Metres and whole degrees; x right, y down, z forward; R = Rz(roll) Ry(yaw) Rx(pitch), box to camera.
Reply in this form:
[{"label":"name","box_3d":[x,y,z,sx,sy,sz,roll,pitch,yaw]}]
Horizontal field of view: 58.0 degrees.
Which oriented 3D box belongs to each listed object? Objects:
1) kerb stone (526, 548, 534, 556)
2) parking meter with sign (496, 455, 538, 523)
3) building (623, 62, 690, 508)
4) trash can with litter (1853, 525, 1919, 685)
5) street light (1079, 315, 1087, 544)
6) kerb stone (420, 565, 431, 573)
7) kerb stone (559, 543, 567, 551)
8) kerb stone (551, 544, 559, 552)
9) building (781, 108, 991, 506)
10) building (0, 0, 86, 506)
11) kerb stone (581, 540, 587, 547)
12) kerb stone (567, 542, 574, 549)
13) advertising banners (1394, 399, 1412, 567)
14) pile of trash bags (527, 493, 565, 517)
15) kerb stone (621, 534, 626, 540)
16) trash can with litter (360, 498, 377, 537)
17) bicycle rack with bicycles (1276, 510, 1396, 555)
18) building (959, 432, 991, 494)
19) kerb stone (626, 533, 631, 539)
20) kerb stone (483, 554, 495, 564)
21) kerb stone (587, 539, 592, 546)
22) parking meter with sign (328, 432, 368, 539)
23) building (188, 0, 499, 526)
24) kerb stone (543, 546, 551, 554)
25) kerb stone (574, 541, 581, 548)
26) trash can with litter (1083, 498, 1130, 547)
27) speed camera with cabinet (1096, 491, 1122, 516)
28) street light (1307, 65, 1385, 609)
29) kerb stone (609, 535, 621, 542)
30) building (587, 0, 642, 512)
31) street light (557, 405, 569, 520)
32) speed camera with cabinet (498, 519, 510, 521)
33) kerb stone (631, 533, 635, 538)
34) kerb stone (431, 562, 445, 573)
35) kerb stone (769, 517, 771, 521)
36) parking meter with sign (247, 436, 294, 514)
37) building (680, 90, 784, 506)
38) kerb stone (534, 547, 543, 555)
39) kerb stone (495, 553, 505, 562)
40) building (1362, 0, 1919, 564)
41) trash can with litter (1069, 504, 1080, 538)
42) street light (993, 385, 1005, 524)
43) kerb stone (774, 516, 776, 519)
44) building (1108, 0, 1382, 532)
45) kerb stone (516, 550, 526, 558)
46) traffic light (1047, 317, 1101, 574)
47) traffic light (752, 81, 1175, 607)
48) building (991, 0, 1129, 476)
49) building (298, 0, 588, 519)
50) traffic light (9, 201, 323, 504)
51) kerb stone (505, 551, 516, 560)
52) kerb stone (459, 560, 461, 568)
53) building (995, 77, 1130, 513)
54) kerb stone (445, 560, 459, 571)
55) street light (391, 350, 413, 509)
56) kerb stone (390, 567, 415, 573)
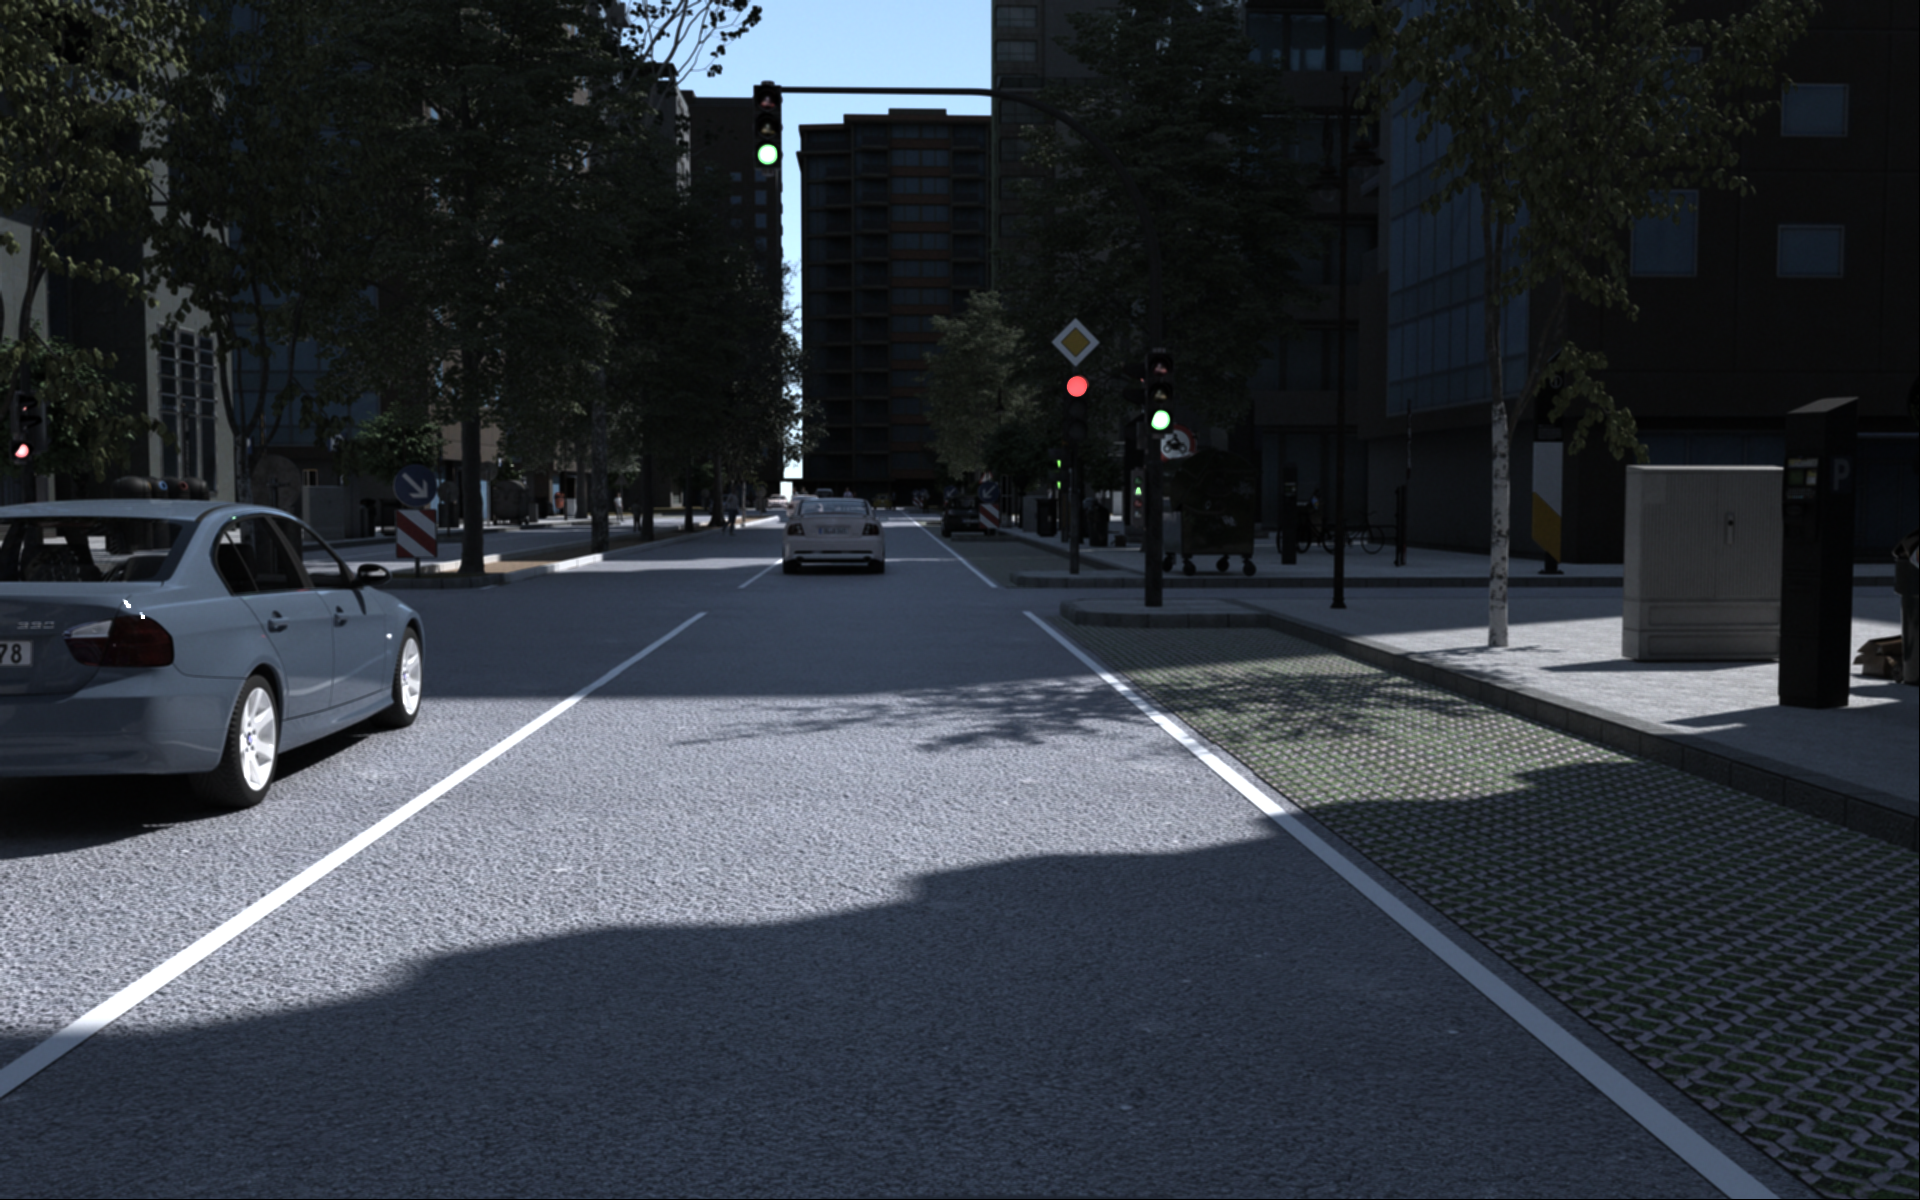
[{"label":"kerb stone","box_3d":[-9.946,-1.064,39.587,0.120,0.150,1.000,0,4,-3]},{"label":"parking meter with sign","box_3d":[-19.779,-4.967,77.466,1.738,3.016,0.543,0,4,2]},{"label":"building","box_3d":[-33.266,-29.555,166.820,14.086,41.232,14.154,0,4,-3]},{"label":"trash can with litter","box_3d":[6.508,-0.027,11.828,0.624,1.170,1.055,0,4,-5]},{"label":"street light","box_3d":[3.123,-4.384,44.461,0.468,5.910,1.993,0,4,-3]},{"label":"kerb stone","box_3d":[-9.522,-0.500,30.373,0.120,0.150,1.000,0,4,-3]},{"label":"kerb stone","box_3d":[-10.135,-1.314,43.680,0.120,0.150,1.000,0,4,-3]},{"label":"kerb stone","box_3d":[-10.088,-1.252,42.658,0.120,0.150,1.000,0,4,-3]},{"label":"building","box_3d":[-5.618,-33.336,199.665,28.867,44.769,22.147,0,4,-3]},{"label":"building","box_3d":[-33.610,-44.589,41.702,22.319,86.520,31.000,0,4,-3]},{"label":"kerb stone","box_3d":[-10.285,-1.498,46.761,0.120,0.150,1.000,0,4,-3]},{"label":"kerb stone","box_3d":[-10.180,-1.373,44.701,0.120,0.150,1.000,0,4,-3]},{"label":"advertising banners","box_3d":[8.035,-2.150,31.336,0.090,3.025,2.074,1,4,21]},{"label":"pile of trash bags","box_3d":[-24.075,-5.497,99.620,1.912,1.369,3.447,2,4,31]},{"label":"kerb stone","box_3d":[-10.608,-1.941,53.924,0.120,0.150,1.000,0,4,-3]},{"label":"trash can with litter","box_3d":[-17.848,-2.466,51.699,0.624,1.170,1.055,-3,5,-42]},{"label":"bicycle rack with bicycles","box_3d":[7.945,-1.467,37.365,2.925,0.926,2.852,-2,4,-33]},{"label":"building","box_3d":[11.767,-51.781,159.297,22.319,86.520,31.000,0,4,-3]},{"label":"kerb stone","box_3d":[-10.659,-2.001,54.947,0.120,0.150,1.000,0,4,-3]},{"label":"kerb stone","box_3d":[-9.759,-0.812,35.503,0.120,0.150,1.000,0,4,-3]},{"label":"kerb stone","box_3d":[-10.320,-1.565,47.788,0.120,0.150,1.000,0,4,-3]},{"label":"parking meter with sign","box_3d":[-17.530,-3.272,49.753,0.543,3.016,1.738,0,4,2]},{"label":"building","box_3d":[-28.125,-25.913,73.788,14.600,45.320,14.200,0,4,-3]},{"label":"kerb stone","box_3d":[-10.039,-1.189,41.632,0.120,0.150,1.000,0,4,-3]},{"label":"kerb stone","box_3d":[-10.227,-1.439,45.728,0.120,0.150,1.000,0,4,-3]},{"label":"trash can with litter","box_3d":[3.627,-1.893,42.341,1.055,1.170,0.624,0,4,1]},{"label":"speed camera with cabinet","box_3d":[9.060,-6.590,102.078,2.038,3.252,0.660,2,4,25]},{"label":"street light","box_3d":[4.256,-2.845,19.299,0.468,5.910,1.993,0,4,-3]},{"label":"kerb stone","box_3d":[-10.564,-1.875,52.901,0.120,0.150,1.000,0,4,-3]},{"label":"building","box_3d":[-36.920,-31.231,130.242,23.786,49.044,30.456,0,4,-3]},{"label":"street light","box_3d":[-19.261,-6.830,84.450,0.468,5.910,1.993,0,4,-3]},{"label":"speed camera with cabinet","box_3d":[-22.183,-5.492,84.129,0.660,3.252,2.038,-1,4,-16]},{"label":"kerb stone","box_3d":[-10.703,-2.066,55.968,0.120,0.150,1.000,0,4,-3]},{"label":"kerb stone","box_3d":[-9.569,-0.563,31.402,0.120,0.150,1.000,0,4,-3]},{"label":"kerb stone","box_3d":[-10.260,-4.261,91.861,0.120,0.150,1.000,0,4,-3]},{"label":"parking meter with sign","box_3d":[-21.153,-3.465,52.909,0.543,3.016,1.738,1,4,22]},{"label":"building","box_3d":[-27.380,-33.366,195.643,14.200,45.320,14.600,0,4,-3]},{"label":"kerb stone","box_3d":[-9.997,-1.126,40.608,0.120,0.150,1.000,0,4,-3]},{"label":"kerb stone","box_3d":[-9.809,-0.876,36.524,0.120,0.150,1.000,0,4,-3]},{"label":"building","box_3d":[17.668,-23.672,37.142,14.200,45.320,14.600,0,4,-3]},{"label":"trash can with litter","box_3d":[3.600,-2.385,50.388,0.624,1.170,1.055,3,5,44]},{"label":"street light","box_3d":[1.680,-6.178,73.801,0.468,5.910,1.993,0,4,-3]},{"label":"kerb stone","box_3d":[-10.449,-4.511,95.953,0.120,0.150,1.000,0,4,-3]},{"label":"building","box_3d":[18.284,-27.574,70.436,23.786,49.044,30.456,0,4,-3]},{"label":"kerb stone","box_3d":[-9.893,-1.001,38.567,0.120,0.150,1.000,0,4,-3]},{"label":"traffic light","box_3d":[1.817,-2.370,27.676,0.839,4.253,0.868,0,4,-3]},{"label":"traffic light","box_3d":[0.099,-2.740,19.462,4.771,5.953,1.251,0,4,-3]},{"label":"building","box_3d":[9.371,-27.776,137.734,14.154,41.232,14.086,0,4,-3]},{"label":"building","box_3d":[-31.254,-28.008,108.038,14.600,45.320,14.200,0,4,-3]},{"label":"traffic light","box_3d":[-12.391,-3.203,27.041,4.771,5.953,1.251,0,4,-3]},{"label":"kerb stone","box_3d":[-9.849,-0.939,37.545,0.120,0.150,1.000,0,4,-3]},{"label":"kerb stone","box_3d":[-9.659,-0.688,33.448,0.120,0.150,1.000,0,4,-3]},{"label":"building","box_3d":[9.394,-21.544,123.943,14.160,30.474,14.107,0,4,-3]},{"label":"kerb stone","box_3d":[-9.614,-0.626,32.423,0.120,0.150,1.000,0,4,-3]},{"label":"street light","box_3d":[-17.857,-5.066,55.612,0.468,5.910,1.993,0,4,-3]},{"label":"kerb stone","box_3d":[-9.480,-0.436,29.339,0.120,0.150,1.000,0,4,-3]}]
